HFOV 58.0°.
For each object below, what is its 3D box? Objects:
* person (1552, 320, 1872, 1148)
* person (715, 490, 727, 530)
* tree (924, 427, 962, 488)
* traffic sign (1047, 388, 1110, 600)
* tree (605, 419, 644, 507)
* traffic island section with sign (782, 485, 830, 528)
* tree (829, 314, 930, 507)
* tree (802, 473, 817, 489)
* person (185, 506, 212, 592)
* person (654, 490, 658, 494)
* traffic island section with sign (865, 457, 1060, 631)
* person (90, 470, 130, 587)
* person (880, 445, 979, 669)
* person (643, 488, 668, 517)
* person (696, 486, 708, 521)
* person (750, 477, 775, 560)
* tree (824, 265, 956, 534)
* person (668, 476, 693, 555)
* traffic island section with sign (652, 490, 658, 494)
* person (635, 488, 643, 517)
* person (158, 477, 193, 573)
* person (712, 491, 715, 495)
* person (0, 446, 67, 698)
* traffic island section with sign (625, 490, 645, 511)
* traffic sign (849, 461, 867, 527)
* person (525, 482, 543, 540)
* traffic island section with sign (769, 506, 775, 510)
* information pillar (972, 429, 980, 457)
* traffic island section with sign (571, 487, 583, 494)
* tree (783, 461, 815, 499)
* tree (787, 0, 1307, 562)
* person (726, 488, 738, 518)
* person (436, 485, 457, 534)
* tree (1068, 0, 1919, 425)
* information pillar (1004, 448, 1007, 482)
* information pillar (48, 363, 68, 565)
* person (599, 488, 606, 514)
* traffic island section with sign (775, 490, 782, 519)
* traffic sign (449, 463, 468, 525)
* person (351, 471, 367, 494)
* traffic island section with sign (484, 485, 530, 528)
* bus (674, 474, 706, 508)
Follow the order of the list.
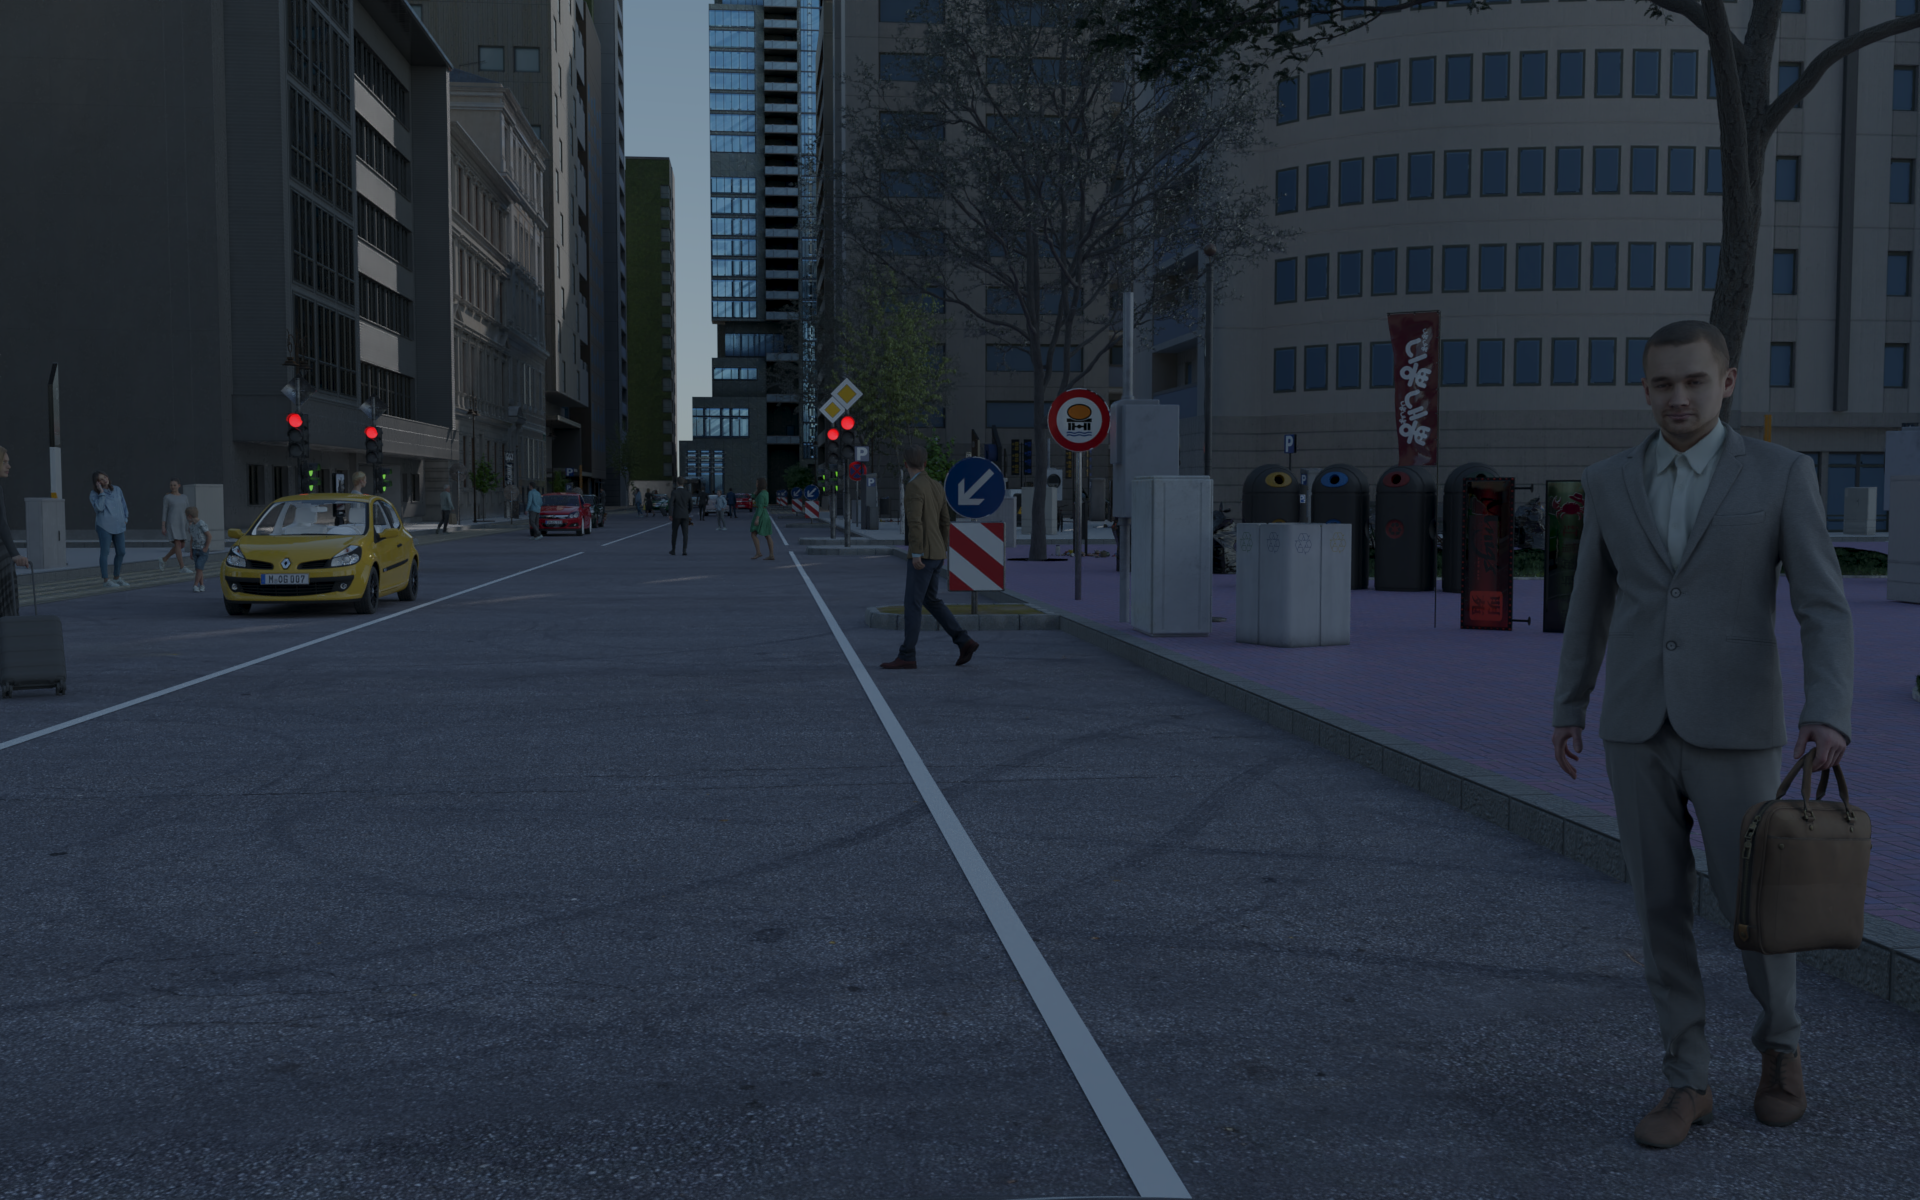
[{"bbox_3d":[1.640,0.293,3.836,0.709,1.813,0.853,2,4,35],"label":"person"},{"bbox_3d":[-9.542,-3.579,68.834,0.589,1.601,0.330,3,5,40],"label":"person"},{"bbox_3d":[-0.796,-3.387,49.986,1.663,3.219,1.824,0,3,0],"label":"tree"},{"bbox_3d":[1.432,-1.273,20.921,0.768,2.556,0.104,0,4,-2],"label":"traffic sign"},{"bbox_3d":[-32.752,-13.402,169.489,4.737,8.622,4.395,0,3,0],"label":"tree"},{"bbox_3d":[-6.491,-4.018,74.321,1.989,1.847,2.006,0,4,-7],"label":"traffic island section with sign"},{"bbox_3d":[-3.362,-7.325,70.132,4.360,8.622,3.978,0,3,0],"label":"tree"},{"bbox_3d":[-13.851,-10.107,159.856,1.663,3.219,1.824,0,3,0],"label":"tree"},{"bbox_3d":[-11.150,-0.745,25.368,0.352,1.250,0.332,-2,4,-27],"label":"person"},{"bbox_3d":[-29.268,-9.677,166.659,1.348,1.831,0.705,1,4,21],"label":"person"},{"bbox_3d":[-0.031,-0.641,19.105,1.989,1.847,2.006,0,4,-7],"label":"traffic island section with sign"},{"bbox_3d":[-13.067,-1.092,26.618,0.793,1.790,0.793,0,4,-4],"label":"person"},{"bbox_3d":[-0.260,-0.361,14.307,0.836,1.842,0.656,-1,4,-8],"label":"person"},{"bbox_3d":[-19.412,-6.196,110.020,1.509,1.804,0.699,1,4,14],"label":"person"},{"bbox_3d":[-13.890,-5.203,93.350,0.659,1.850,0.755,0,4,-7],"label":"person"},{"bbox_3d":[-4.278,-1.758,37.483,0.529,1.795,0.600,0,4,-4],"label":"person"},{"bbox_3d":[-1.972,-6.393,54.885,4.737,8.622,4.395,0,3,0],"label":"tree"},{"bbox_3d":[-6.582,-1.973,40.536,0.659,1.850,0.755,-2,4,-25],"label":"person"},{"bbox_3d":[-31.006,-10.255,176.289,1.989,1.847,2.006,0,4,-7],"label":"traffic island section with sign"},{"bbox_3d":[-20.079,-6.090,108.329,0.793,1.790,0.793,2,4,31],"label":"person"},{"bbox_3d":[-14.246,-1.354,31.385,0.760,1.731,0.466,1,4,11],"label":"person"},{"bbox_3d":[-27.369,-11.263,192.607,0.705,1.831,1.348,-1,4,-10],"label":"person"},{"bbox_3d":[-7.037,-0.242,12.673,0.699,1.804,1.509,-2,4,-34],"label":"person"},{"bbox_3d":[-27.871,-8.617,149.516,1.989,1.847,2.006,0,4,-7],"label":"traffic island section with sign"},{"bbox_3d":[-4.002,-4.114,67.371,0.768,2.556,0.104,0,4,-3],"label":"traffic sign"},{"bbox_3d":[-13.271,-2.790,54.135,0.620,1.820,0.660,1,4,18],"label":"person"},{"bbox_3d":[-15.509,-8.721,151.208,1.989,1.847,2.006,0,4,-7],"label":"traffic island section with sign"},{"bbox_3d":[0.553,-4.317,61.930,0.183,3.616,0.504,-2,4,-28],"label":"information pillar"},{"bbox_3d":[-22.046,-5.580,99.860,1.989,1.847,2.006,0,4,-7],"label":"traffic island section with sign"},{"bbox_3d":[-16.081,-11.541,172.410,4.285,4.588,4.351,0,3,0],"label":"tree"},{"bbox_3d":[1.644,-7.490,32.825,12.009,13.543,11.850,0,3,0],"label":"tree"},{"bbox_3d":[-13.620,-5.797,103.459,0.721,1.800,0.419,0,4,-3],"label":"person"},{"bbox_3d":[-18.241,-3.213,61.514,0.782,1.767,0.515,3,4,38],"label":"person"},{"bbox_3d":[3.876,-4.511,8.168,7.601,10.594,8.767,3,5,43],"label":"tree"},{"bbox_3d":[2.340,-5.967,88.908,0.183,3.616,0.504,1,4,14],"label":"information pillar"},{"bbox_3d":[-16.078,-2.412,30.798,0.183,3.616,0.504,-1,4,-16],"label":"information pillar"},{"bbox_3d":[-23.803,-6.541,115.250,0.447,1.846,0.655,-1,4,-12],"label":"person"},{"bbox_3d":[-9.642,-5.655,101.092,1.989,1.847,2.006,0,4,-7],"label":"traffic island section with sign"},{"bbox_3d":[-20.761,-4.380,71.722,0.768,2.556,0.104,0,4,-4],"label":"traffic sign"},{"bbox_3d":[-9.335,-1.100,26.838,0.624,1.780,0.694,-1,4,-9],"label":"person"},{"bbox_3d":[-18.874,-3.930,72.884,1.989,1.847,2.006,0,4,-7],"label":"traffic island section with sign"},{"bbox_3d":[-28.017,-11.361,180.615,2.948,3.499,13.247,0,4,-6],"label":"bus"}]
